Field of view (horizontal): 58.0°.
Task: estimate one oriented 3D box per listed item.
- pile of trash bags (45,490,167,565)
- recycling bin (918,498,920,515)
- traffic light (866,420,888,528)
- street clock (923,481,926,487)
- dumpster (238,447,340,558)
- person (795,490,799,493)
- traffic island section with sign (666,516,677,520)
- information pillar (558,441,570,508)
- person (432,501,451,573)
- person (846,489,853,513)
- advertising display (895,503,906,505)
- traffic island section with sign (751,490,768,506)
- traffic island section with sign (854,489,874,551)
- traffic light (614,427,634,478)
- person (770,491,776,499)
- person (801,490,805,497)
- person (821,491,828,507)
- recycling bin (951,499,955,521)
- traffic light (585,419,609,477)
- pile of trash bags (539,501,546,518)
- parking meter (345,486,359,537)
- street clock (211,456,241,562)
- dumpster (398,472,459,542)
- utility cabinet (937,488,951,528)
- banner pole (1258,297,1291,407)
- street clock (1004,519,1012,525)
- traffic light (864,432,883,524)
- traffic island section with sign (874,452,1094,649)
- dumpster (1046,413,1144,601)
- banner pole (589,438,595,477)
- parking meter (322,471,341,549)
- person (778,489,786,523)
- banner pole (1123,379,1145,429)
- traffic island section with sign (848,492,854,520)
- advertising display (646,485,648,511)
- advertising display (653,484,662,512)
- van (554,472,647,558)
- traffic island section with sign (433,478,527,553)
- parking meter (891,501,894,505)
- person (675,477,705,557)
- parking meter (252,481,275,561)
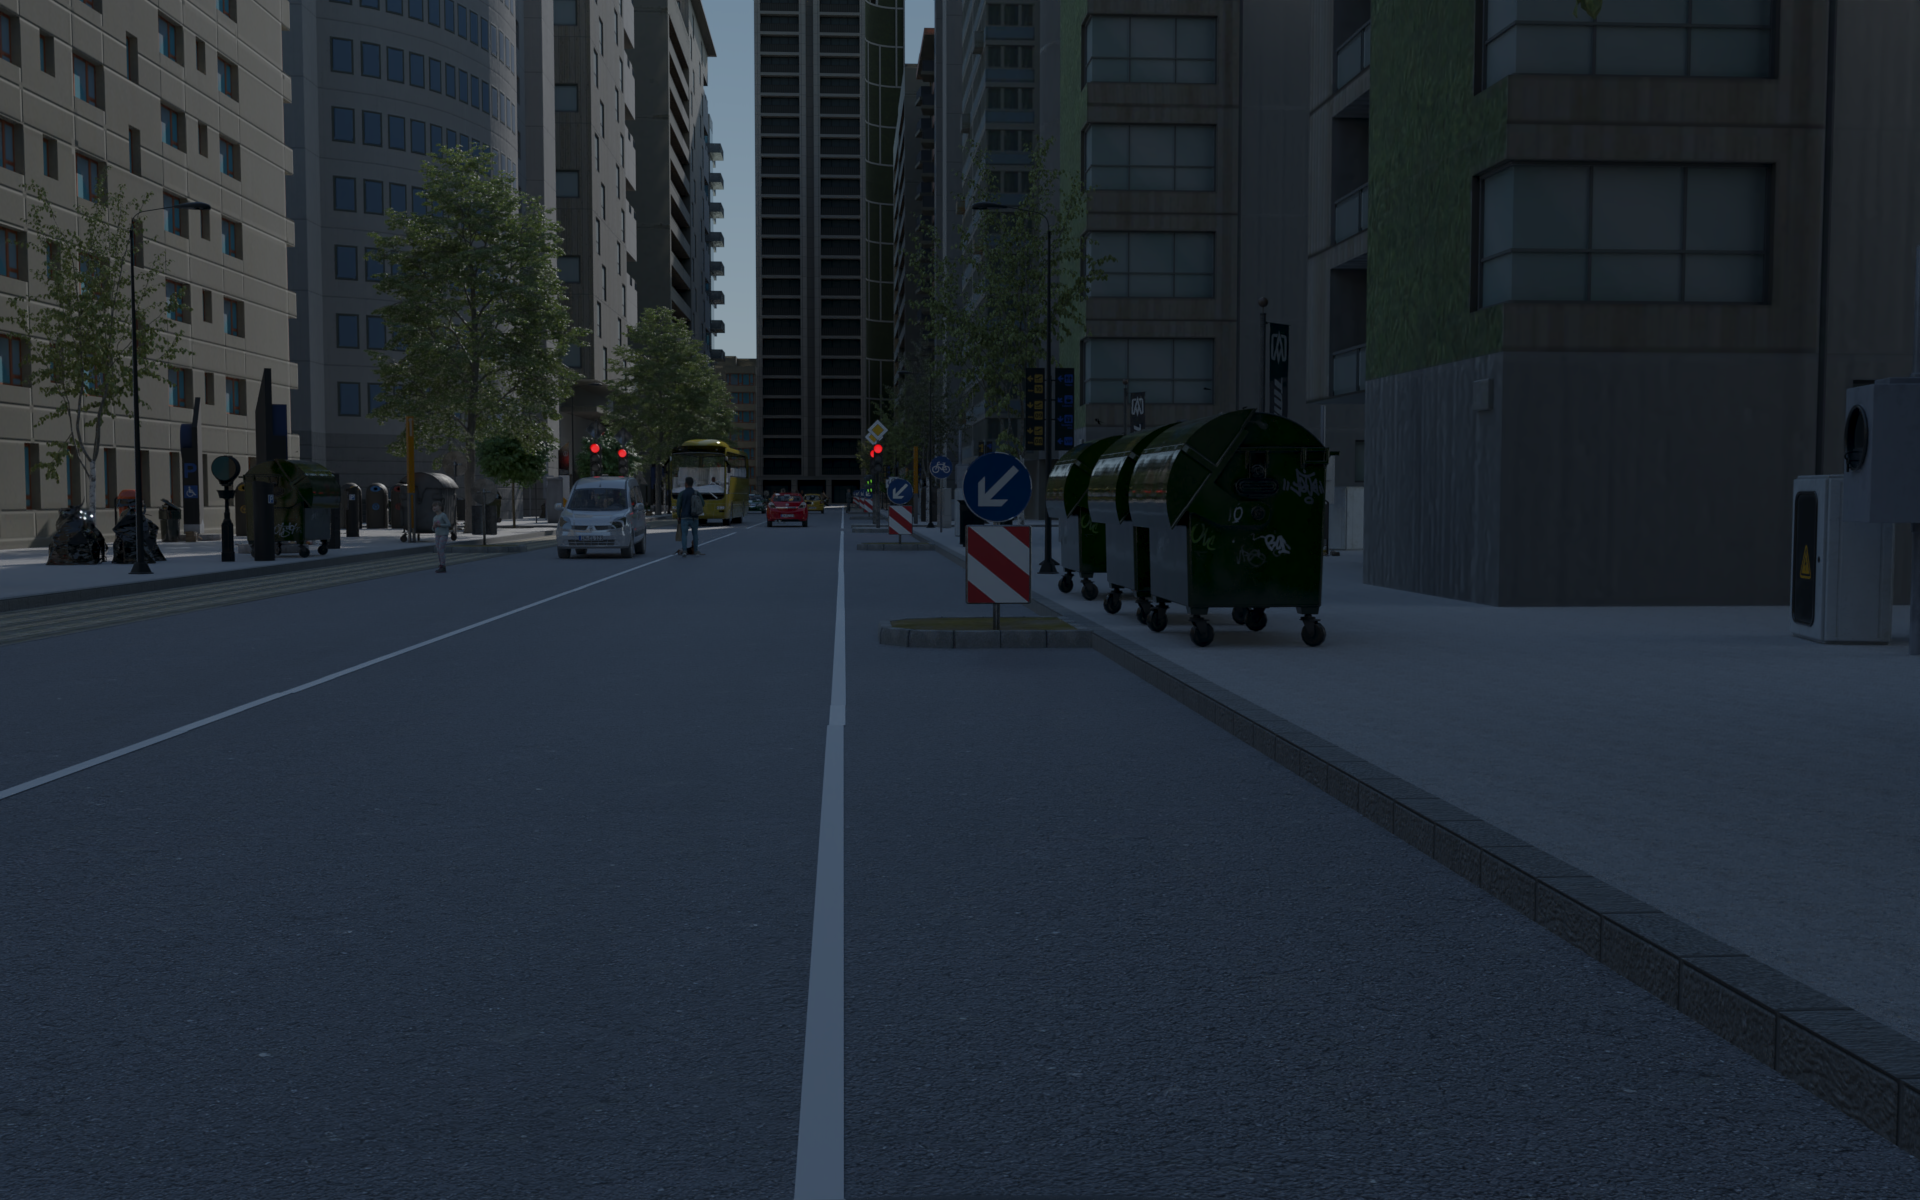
[{"bbox_3d":[-16.079,-1.416,32.907,1.912,1.369,3.447,-1,4,-15],"label":"pile of trash bags"},{"bbox_3d":[-2.891,-5.810,107.550,0.722,1.027,0.722,-3,4,-38],"label":"recycling bin"},{"bbox_3d":[-3.116,-4.676,65.368,0.839,4.253,0.868,0,4,-4],"label":"traffic light"},{"bbox_3d":[-1.755,-5.505,94.579,0.471,2.002,0.358,0,4,-5],"label":"street clock"},{"bbox_3d":[-13.720,-2.016,35.452,1.502,2.255,1.985,0,4,-4],"label":"dumpster"},{"bbox_3d":[-13.019,-7.844,137.346,0.643,1.750,0.593,1,4,20],"label":"person"},{"bbox_3d":[-15.460,-5.425,97.321,1.989,1.847,2.006,0,4,-4],"label":"traffic island section with sign"},{"bbox_3d":[-17.564,-5.231,76.875,0.504,3.616,0.183,-2,4,-26],"label":"information pillar"},{"bbox_3d":[-9.492,-1.153,31.624,0.425,1.301,0.394,1,4,17],"label":"person"},{"bbox_3d":[-8.294,-7.436,130.247,0.590,1.801,0.661,-1,4,-11],"label":"person"},{"bbox_3d":[-3.591,-6.149,105.751,0.974,1.923,0.123,2,4,33],"label":"advertising display"},{"bbox_3d":[-20.641,-10.133,174.303,1.989,1.847,2.006,0,4,-4],"label":"traffic island section with sign"},{"bbox_3d":[-1.679,-2.213,44.807,1.989,1.847,2.006,0,4,-4],"label":"traffic island section with sign"},{"bbox_3d":[-14.089,-5.119,72.619,0.839,4.253,0.868,0,4,-4],"label":"traffic light"},{"bbox_3d":[-18.185,-9.782,169.220,0.721,1.735,1.217,2,4,27],"label":"person"},{"bbox_3d":[-15.469,-9.862,169.762,1.348,1.822,0.705,1,4,23],"label":"person"},{"bbox_3d":[-15.006,-11.095,189.910,1.348,1.823,0.705,3,5,40],"label":"person"},{"bbox_3d":[-0.056,-4.311,83.037,0.722,1.027,0.722,1,4,18],"label":"recycling bin"},{"bbox_3d":[-13.553,-4.632,64.652,0.839,4.253,0.868,0,4,-4],"label":"traffic light"},{"bbox_3d":[-21.525,-5.044,92.229,1.912,1.369,3.447,0,4,0],"label":"pile of trash bags"},{"bbox_3d":[-18.137,-2.646,51.678,0.372,1.533,0.369,0,3,0],"label":"parking meter"},{"bbox_3d":[-13.887,-1.727,32.808,0.471,2.002,0.358,0,4,-2],"label":"street clock"},{"bbox_3d":[-14.347,-2.505,46.722,1.264,1.857,1.865,0,4,-4],"label":"dumpster"},{"bbox_3d":[-0.606,-3.465,65.330,0.318,1.500,1.173,-1,4,-13],"label":"utility cabinet"},{"bbox_3d":[4.010,-1.975,22.303,0.401,3.779,0.863,3,5,42],"label":"banner pole"},{"bbox_3d":[1.081,-2.089,38.720,0.358,2.002,0.471,0,4,3],"label":"street clock"},{"bbox_3d":[-3.652,-5.163,73.335,0.839,4.253,0.868,0,4,-4],"label":"traffic light"},{"bbox_3d":[0.195,-0.514,17.025,1.989,1.847,2.006,0,4,-4],"label":"traffic island section with sign"},{"bbox_3d":[1.920,-1.167,21.579,1.502,2.255,1.985,0,4,-4],"label":"dumpster"},{"bbox_3d":[-16.437,-5.350,77.484,0.401,3.779,0.863,-2,4,-25],"label":"banner pole"},{"bbox_3d":[-14.709,-2.128,40.496,0.399,1.863,0.255,1,4,9],"label":"parking meter"},{"bbox_3d":[-8.587,-4.582,84.422,0.512,1.701,0.522,-3,5,-41],"label":"person"},{"bbox_3d":[3.735,-2.908,37.561,0.401,3.779,0.863,-3,4,-37],"label":"banner pole"},{"bbox_3d":[-5.255,-5.466,97.996,1.989,1.847,2.006,0,4,-4],"label":"traffic island section with sign"},{"bbox_3d":[-21.492,-6.948,118.819,0.123,1.923,0.974,-1,4,-10],"label":"advertising display"},{"bbox_3d":[-19.383,-6.470,111.004,0.123,1.923,0.974,1,4,14],"label":"advertising display"},{"bbox_3d":[-8.250,-2.018,40.005,2.013,2.044,4.112,0,4,-4],"label":"van"},{"bbox_3d":[-11.796,-2.088,42.769,1.989,1.847,2.006,0,4,-4],"label":"traffic island section with sign"},{"bbox_3d":[-4.260,-6.565,113.054,0.399,1.863,0.255,-1,4,-21],"label":"parking meter"},{"bbox_3d":[-6.192,-1.889,39.365,0.794,1.824,0.713,0,4,6],"label":"person"},{"bbox_3d":[-13.361,-1.519,33.240,0.372,1.533,0.369,0,3,0],"label":"parking meter"}]
